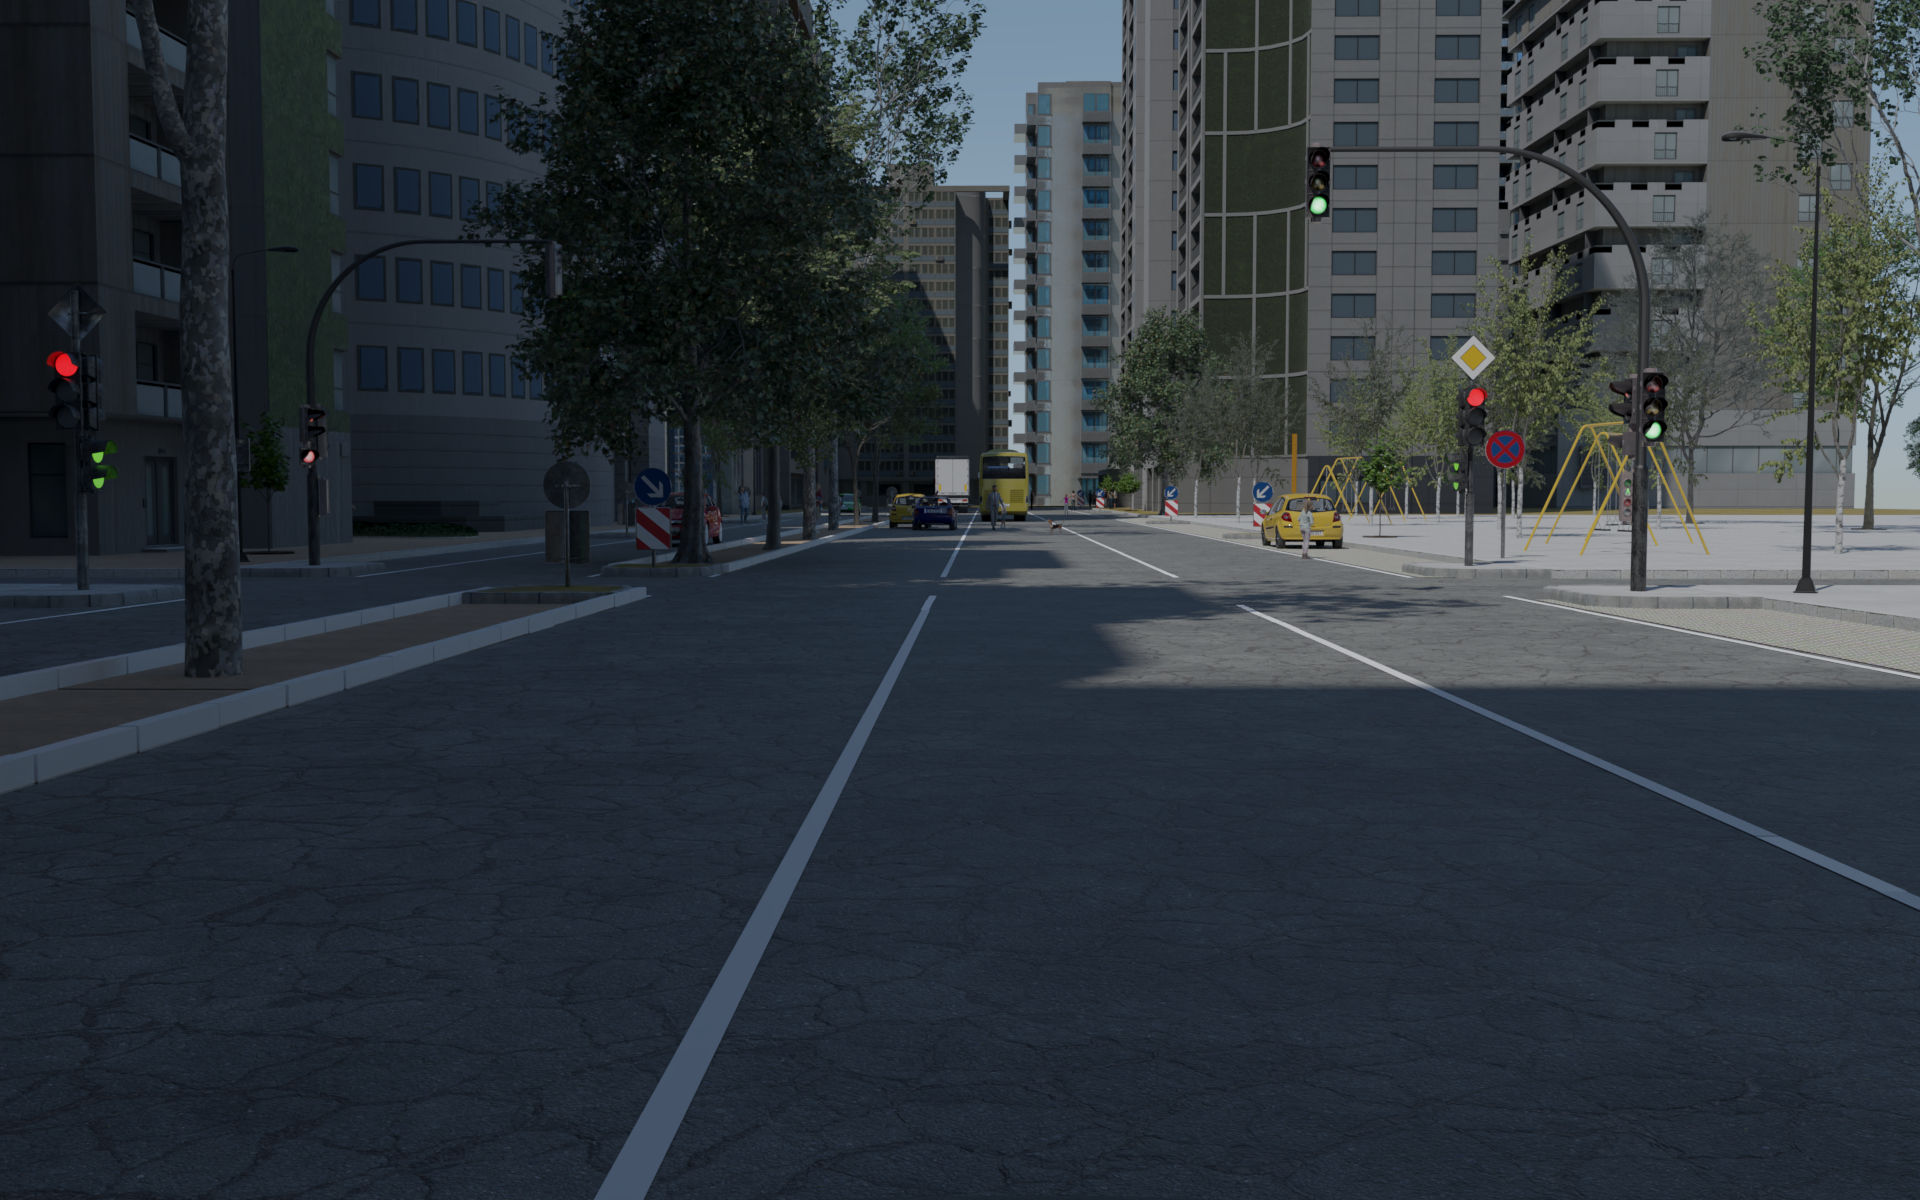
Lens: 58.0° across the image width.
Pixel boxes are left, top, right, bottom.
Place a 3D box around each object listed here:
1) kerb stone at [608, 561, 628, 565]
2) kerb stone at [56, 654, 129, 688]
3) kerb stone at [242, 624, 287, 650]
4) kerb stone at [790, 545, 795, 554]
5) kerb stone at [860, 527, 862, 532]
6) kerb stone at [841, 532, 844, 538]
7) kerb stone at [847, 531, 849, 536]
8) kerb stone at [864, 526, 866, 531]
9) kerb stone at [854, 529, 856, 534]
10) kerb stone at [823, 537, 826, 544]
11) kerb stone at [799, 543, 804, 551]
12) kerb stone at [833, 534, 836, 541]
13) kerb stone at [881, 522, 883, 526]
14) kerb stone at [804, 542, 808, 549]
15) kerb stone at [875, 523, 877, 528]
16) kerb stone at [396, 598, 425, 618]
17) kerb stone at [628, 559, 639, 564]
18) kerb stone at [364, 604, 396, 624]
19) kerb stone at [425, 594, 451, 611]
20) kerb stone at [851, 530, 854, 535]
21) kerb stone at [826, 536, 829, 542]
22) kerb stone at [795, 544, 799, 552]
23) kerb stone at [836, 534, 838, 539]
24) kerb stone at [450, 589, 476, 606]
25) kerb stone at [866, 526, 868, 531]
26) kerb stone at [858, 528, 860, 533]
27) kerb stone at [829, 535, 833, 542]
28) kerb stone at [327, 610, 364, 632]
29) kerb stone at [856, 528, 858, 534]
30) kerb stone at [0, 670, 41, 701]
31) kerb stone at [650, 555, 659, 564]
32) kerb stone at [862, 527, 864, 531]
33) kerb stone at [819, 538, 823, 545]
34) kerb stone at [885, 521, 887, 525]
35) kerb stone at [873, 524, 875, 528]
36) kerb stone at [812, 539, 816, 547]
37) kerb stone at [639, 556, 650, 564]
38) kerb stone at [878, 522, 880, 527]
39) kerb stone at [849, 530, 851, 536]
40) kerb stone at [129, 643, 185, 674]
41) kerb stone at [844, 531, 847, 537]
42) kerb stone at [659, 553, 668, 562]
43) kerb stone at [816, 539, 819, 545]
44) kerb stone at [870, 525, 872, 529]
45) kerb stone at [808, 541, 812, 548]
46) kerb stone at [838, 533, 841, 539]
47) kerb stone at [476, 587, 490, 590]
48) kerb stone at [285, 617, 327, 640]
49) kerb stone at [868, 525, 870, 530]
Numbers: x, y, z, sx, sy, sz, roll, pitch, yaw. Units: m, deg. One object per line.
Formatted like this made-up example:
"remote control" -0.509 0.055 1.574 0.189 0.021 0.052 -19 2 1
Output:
"kerb stone" -6.370 -0.610 32.162 0.120 0.150 1.000 0 4 1
"kerb stone" -6.655 0.551 13.189 0.120 0.150 1.000 0 4 1
"kerb stone" -6.611 0.362 16.276 0.120 0.150 1.000 0 4 1
"kerb stone" -4.128 -1.169 41.376 0.120 0.150 1.000 0 4 1
"kerb stone" -3.795 -2.553 63.942 0.120 0.150 1.000 0 4 1
"kerb stone" -3.913 -2.051 55.728 0.120 0.150 1.000 0 4 1
"kerb stone" -3.880 -2.176 57.775 0.120 0.150 1.000 0 4 1
"kerb stone" -3.767 -2.678 65.988 0.120 0.150 1.000 0 4 1
"kerb stone" -3.839 -2.364 60.846 0.120 0.150 1.000 0 4 1
"kerb stone" -4.009 -1.674 49.588 0.120 0.150 1.000 0 4 1
"kerb stone" -4.097 -1.297 43.436 0.120 0.150 1.000 0 4 1
"kerb stone" -3.961 -1.860 52.654 0.120 0.150 1.000 0 4 1
"kerb stone" -3.600 -3.304 76.242 0.120 0.150 1.000 0 4 1
"kerb stone" -4.085 -1.362 44.463 0.120 0.150 1.000 0 4 1
"kerb stone" -3.666 -3.051 72.133 0.120 0.150 1.000 0 4 1
"kerb stone" -6.545 0.111 20.381 0.120 0.150 1.000 0 4 1
"kerb stone" -6.355 -0.668 33.195 0.120 0.150 1.000 0 4 1
"kerb stone" -6.561 0.174 19.346 0.120 0.150 1.000 0 4 1
"kerb stone" -6.543 0.048 21.403 0.120 0.150 1.000 0 4 1
"kerb stone" -3.848 -2.301 59.823 0.120 0.150 1.000 0 4 1
"kerb stone" -3.997 -1.738 50.610 0.120 0.150 1.000 0 4 1
"kerb stone" -4.112 -1.236 42.404 0.120 0.150 1.000 0 4 1
"kerb stone" -3.947 -1.926 53.681 0.120 0.150 1.000 0 4 1
"kerb stone" -6.510 -0.014 22.427 0.120 0.150 1.000 0 4 1
"kerb stone" -3.749 -2.740 67.010 0.120 0.150 1.000 0 4 1
"kerb stone" -3.804 -2.486 62.903 0.120 0.150 1.000 0 4 1
"kerb stone" -3.975 -1.800 51.632 0.120 0.150 1.000 0 4 1
"kerb stone" -6.578 0.239 18.325 0.120 0.150 1.000 0 4 1
"kerb stone" -3.827 -2.426 61.877 0.120 0.150 1.000 0 4 1
"kerb stone" -6.667 0.613 12.167 0.120 0.150 1.000 0 4 1
"kerb stone" -6.328 -0.798 35.239 0.120 0.150 1.000 0 4 1
"kerb stone" -3.775 -2.615 64.964 0.120 0.150 1.000 0 4 1
"kerb stone" -4.028 -1.613 48.563 0.120 0.150 1.000 0 4 1
"kerb stone" -3.568 -3.489 79.327 0.120 0.150 1.000 0 4 1
"kerb stone" -3.679 -2.992 71.111 0.120 0.150 1.000 0 4 1
"kerb stone" -4.056 -1.487 46.509 0.120 0.150 1.000 0 4 1
"kerb stone" -6.341 -0.735 34.217 0.120 0.150 1.000 0 4 1
"kerb stone" -3.639 -3.174 74.177 0.120 0.150 1.000 0 4 1
"kerb stone" -3.872 -2.239 58.797 0.120 0.150 1.000 0 4 1
"kerb stone" -6.637 0.491 14.211 0.120 0.150 1.000 0 4 1
"kerb stone" -3.899 -2.113 56.750 0.120 0.150 1.000 0 4 1
"kerb stone" -6.311 -0.861 36.272 0.120 0.150 1.000 0 4 1
"kerb stone" -4.037 -1.550 47.541 0.120 0.150 1.000 0 4 1
"kerb stone" -3.715 -2.865 69.065 0.120 0.150 1.000 0 4 1
"kerb stone" -4.066 -1.424 45.486 0.120 0.150 1.000 0 4 1
"kerb stone" -3.934 -1.983 54.703 0.120 0.150 1.000 0 4 1
"kerb stone" -6.492 -0.074 23.449 0.120 0.150 1.000 0 4 1
"kerb stone" -6.597 0.302 17.302 0.120 0.150 1.000 0 4 1
"kerb stone" -3.731 -2.803 68.032 0.120 0.150 1.000 0 4 1
